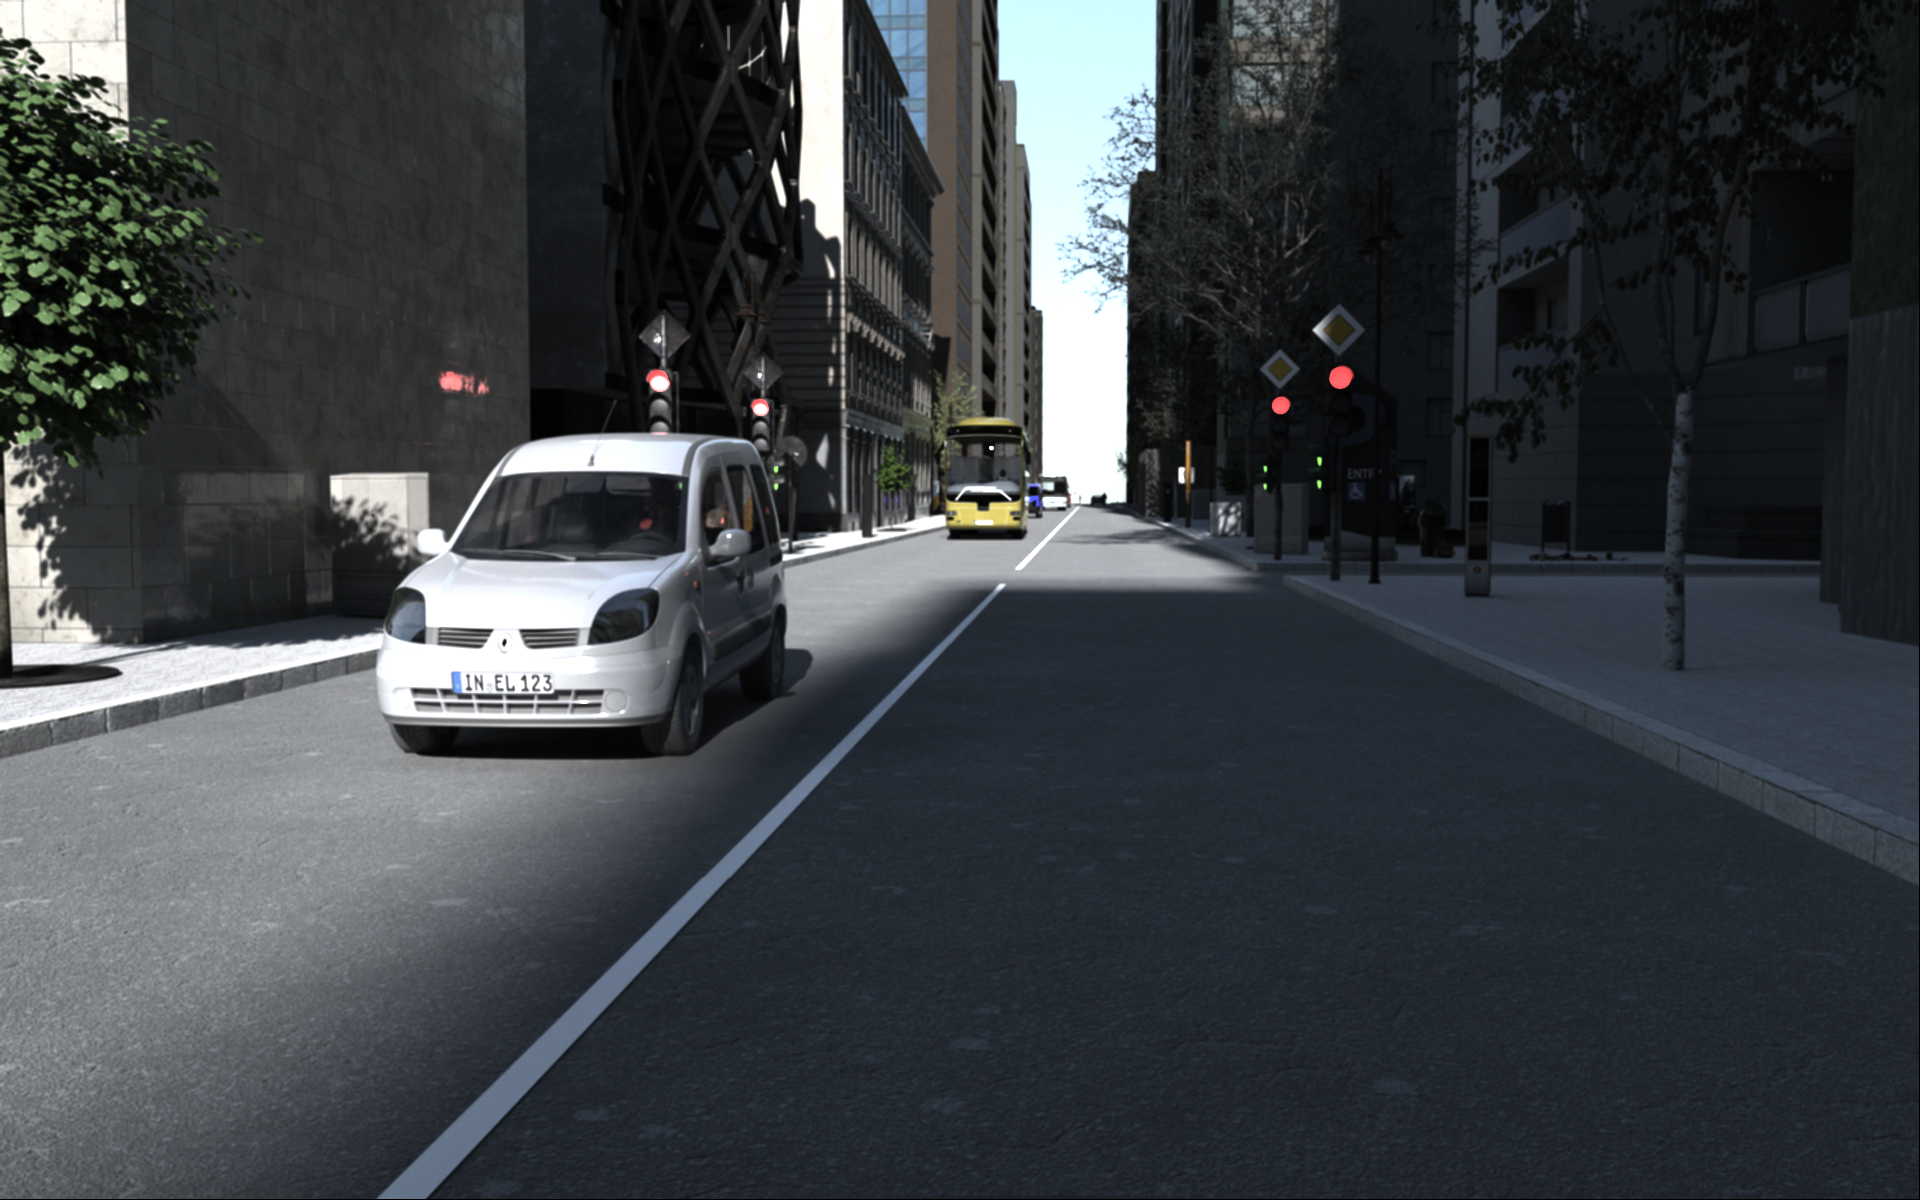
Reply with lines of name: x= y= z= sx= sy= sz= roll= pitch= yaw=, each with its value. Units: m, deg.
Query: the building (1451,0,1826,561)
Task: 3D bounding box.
building: x=28.034 y=-30.476 z=40.288 sx=28.212 sy=58.520 sz=21.231 roll=0 pitch=4 yaw=4

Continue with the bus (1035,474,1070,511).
bus: x=8.079 y=-9.659 z=152.788 sx=2.948 sy=3.499 sz=13.247 roll=0 pitch=4 yaw=2

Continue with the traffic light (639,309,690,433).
traffic light: x=-4.477 y=-2.290 z=26.359 sx=0.839 sy=4.253 sz=0.868 roll=0 pitch=4 yaw=4

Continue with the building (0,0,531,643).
building: x=-14.995 y=-10.110 z=20.047 sx=16.860 sy=20.320 sz=10.420 roll=0 pitch=4 yaw=4

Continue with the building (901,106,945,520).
building: x=-7.381 y=-15.312 z=86.506 sx=11.583 sy=22.565 sz=21.152 roll=0 pitch=4 yaw=4

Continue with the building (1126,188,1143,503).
building: x=35.507 y=-38.626 z=255.232 sx=21.300 sy=48.544 sz=21.600 roll=0 pitch=4 yaw=4

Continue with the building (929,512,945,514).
building: x=-6.553 y=-28.522 z=116.450 sx=14.600 sy=45.320 sz=14.200 roll=0 pitch=4 yaw=4

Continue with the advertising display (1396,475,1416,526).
advertising display: x=14.772 y=-3.194 z=57.434 sx=0.974 sy=1.923 sz=0.123 roll=-3 pitch=5 yaw=-42

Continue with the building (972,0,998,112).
building: x=-8.282 y=-31.235 z=134.400 sx=21.300 sy=48.544 sz=21.600 roll=0 pitch=4 yaw=4

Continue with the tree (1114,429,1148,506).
tree: x=19.274 y=-14.877 z=193.605 sx=4.737 sy=8.622 sz=4.395 roll=0 pitch=3 yaw=0

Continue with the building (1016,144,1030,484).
building: x=-1.778 y=-37.018 z=228.937 sx=21.300 sy=48.544 sz=21.600 roll=0 pitch=4 yaw=4

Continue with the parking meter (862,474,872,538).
parking meter: x=-2.746 y=-2.775 z=51.087 sx=0.255 sy=1.863 sz=0.399 roll=-1 pitch=4 yaw=-11

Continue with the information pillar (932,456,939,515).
information pillar: x=-1.480 y=-7.045 z=106.546 sx=0.183 sy=3.616 sz=0.504 roll=-3 pitch=4 yaw=-37

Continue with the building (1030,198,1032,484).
building: x=3.056 y=-36.499 z=246.865 sx=14.600 sy=45.320 sz=14.200 roll=0 pitch=4 yaw=4

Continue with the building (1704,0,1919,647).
building: x=15.296 y=-20.330 z=15.987 sx=14.154 sy=41.232 sz=14.086 roll=0 pitch=4 yaw=4

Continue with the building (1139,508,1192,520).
building: x=20.672 y=-40.241 z=96.185 sx=20.563 sy=71.187 sz=20.611 roll=0 pitch=4 yaw=4

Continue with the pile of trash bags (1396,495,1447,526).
pile of trash bags: x=16.739 y=-3.169 z=61.561 sx=1.912 sy=1.369 sz=3.447 roll=-3 pitch=5 yaw=-40

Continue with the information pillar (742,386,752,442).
information pillar: x=-4.564 y=-2.813 z=37.340 sx=0.183 sy=3.616 sz=0.504 roll=-2 pitch=4 yaw=-28

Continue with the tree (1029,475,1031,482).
tree: x=5.700 y=-11.891 z=178.135 sx=4.285 sy=4.588 sz=4.351 roll=0 pitch=3 yaw=0

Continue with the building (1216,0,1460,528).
building: x=17.775 y=-23.752 z=71.945 sx=14.154 sy=41.232 sz=14.086 roll=0 pitch=4 yaw=4

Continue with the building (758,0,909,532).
building: x=-7.761 y=-13.304 z=66.677 sx=9.793 sy=20.994 sz=18.267 roll=0 pitch=4 yaw=4

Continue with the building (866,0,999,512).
building: x=-3.858 y=-30.728 z=152.520 sx=14.600 sy=45.320 sz=14.200 roll=0 pitch=4 yaw=4

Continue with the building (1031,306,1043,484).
building: x=5.341 y=-29.974 z=261.773 sx=14.160 sy=30.474 sz=14.107 roll=0 pitch=4 yaw=4

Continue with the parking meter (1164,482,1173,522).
parking meter: x=9.612 y=-4.543 z=79.994 sx=0.399 sy=1.863 sz=0.255 roll=0 pitch=4 yaw=8

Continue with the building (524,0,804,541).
building: x=-12.676 y=-10.796 z=43.960 sx=16.820 sy=18.784 sz=16.811 roll=0 pitch=4 yaw=4

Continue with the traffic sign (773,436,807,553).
traffic sign: x=-3.721 y=-2.313 z=37.930 sx=0.768 sy=2.556 sz=0.104 roll=1 pitch=4 yaw=10

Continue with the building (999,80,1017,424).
building: x=-1.875 y=-29.545 z=166.652 sx=14.154 sy=41.232 sz=14.086 roll=0 pitch=4 yaw=4

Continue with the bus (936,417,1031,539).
bus: x=1.019 y=-4.121 z=58.928 sx=2.896 sy=3.916 sz=12.252 roll=0 pitch=4 yaw=3

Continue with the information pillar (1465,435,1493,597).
information pillar: x=6.498 y=-1.052 z=21.688 sx=0.304 sy=2.012 sz=0.304 roll=1 pitch=4 yaw=19

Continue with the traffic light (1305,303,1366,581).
traffic light: x=5.557 y=-2.244 z=25.618 sx=0.839 sy=4.253 sz=0.868 roll=0 pitch=4 yaw=4

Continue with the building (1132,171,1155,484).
building: x=34.184 y=-35.179 z=229.802 sx=22.147 sy=44.769 sz=28.867 roll=0 pitch=4 yaw=4

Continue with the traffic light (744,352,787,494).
traffic light: x=-3.874 y=-2.777 z=34.321 sx=0.839 sy=4.253 sz=0.868 roll=0 pitch=4 yaw=4

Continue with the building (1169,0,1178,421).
building: x=29.363 y=-32.803 z=125.569 sx=28.713 sy=52.752 sz=27.495 roll=0 pitch=4 yaw=4

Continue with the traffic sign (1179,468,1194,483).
traffic sign: x=8.772 y=-3.970 z=67.035 sx=0.606 sy=2.300 sz=0.079 roll=1 pitch=4 yaw=8

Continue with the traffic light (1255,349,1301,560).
traffic light: x=6.160 y=-2.731 z=33.580 sx=0.839 sy=4.253 sz=0.868 roll=0 pitch=4 yaw=4
